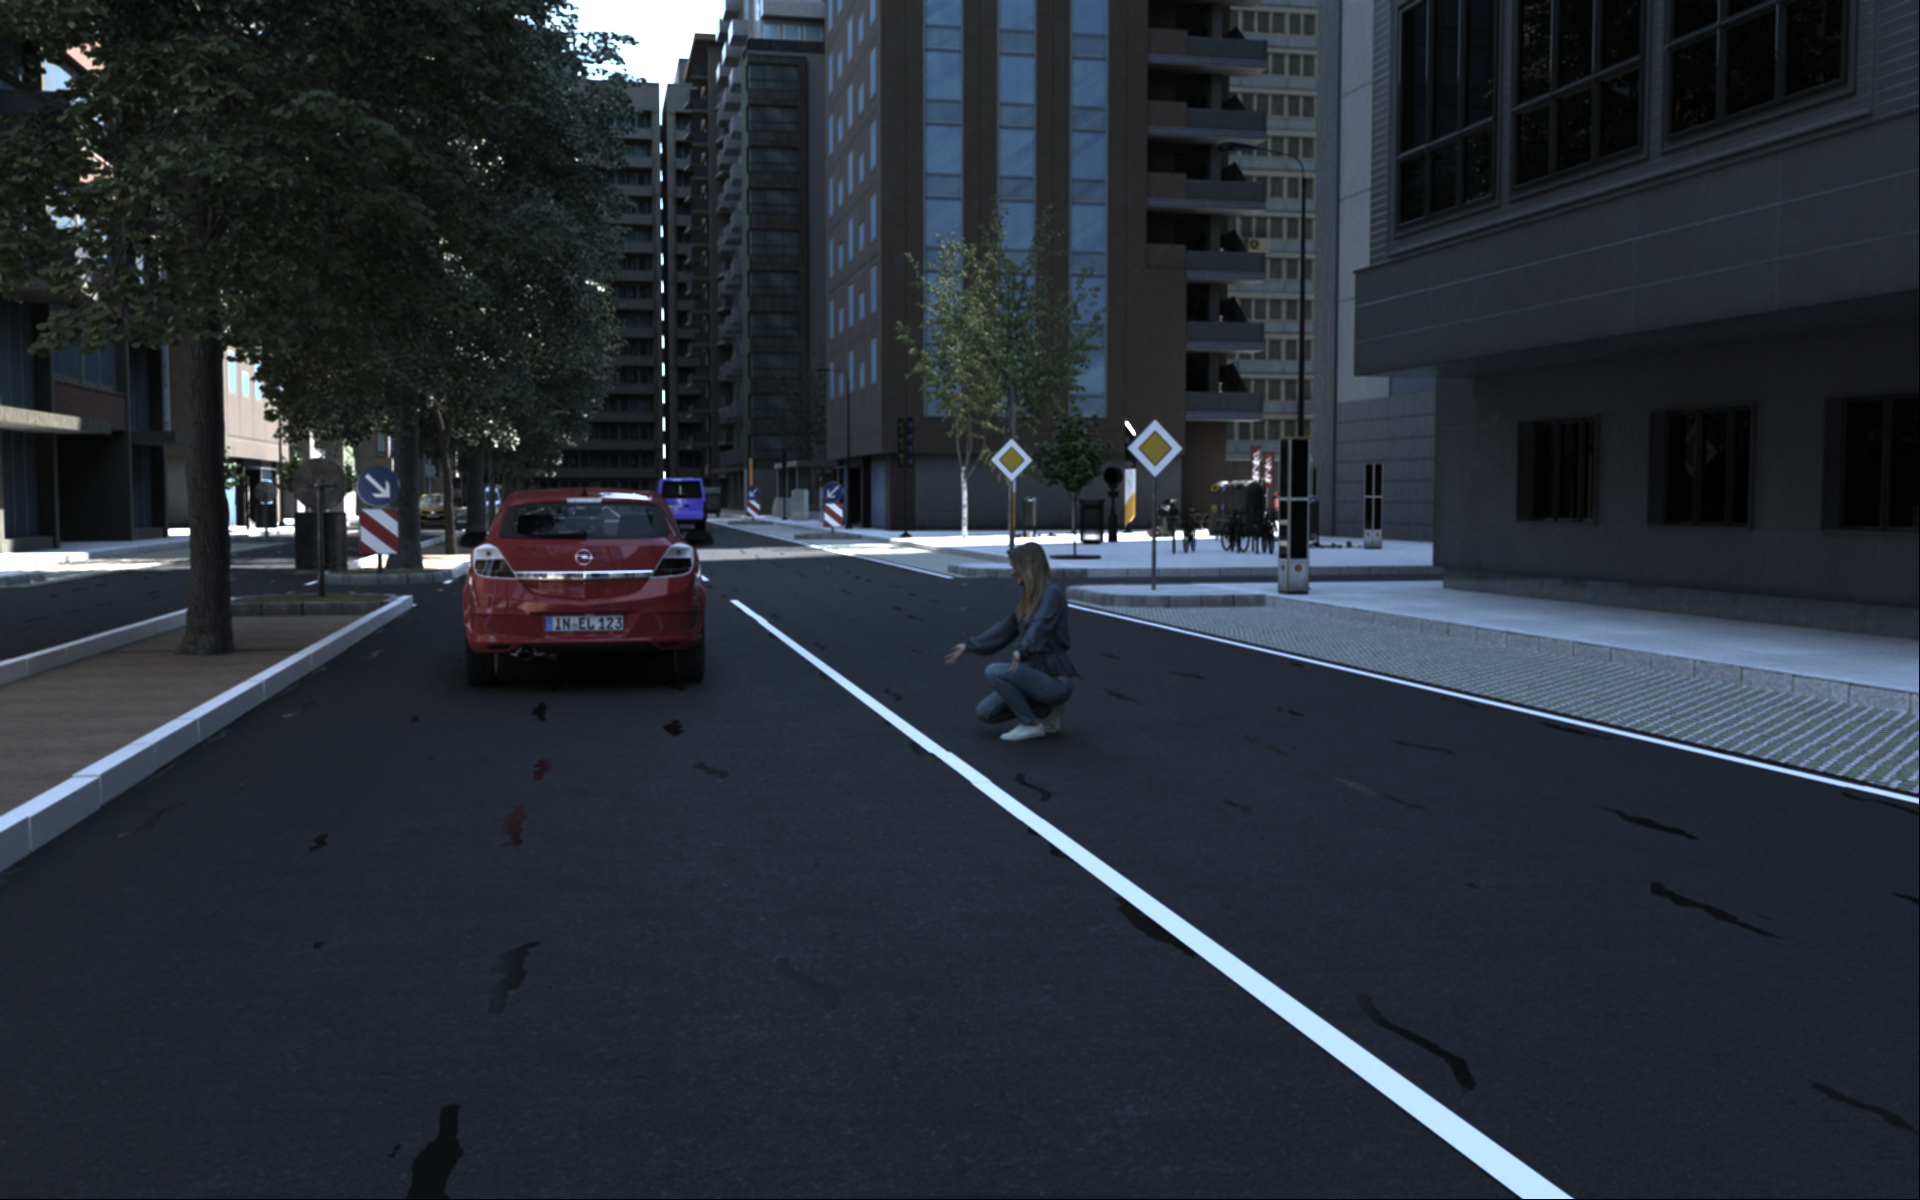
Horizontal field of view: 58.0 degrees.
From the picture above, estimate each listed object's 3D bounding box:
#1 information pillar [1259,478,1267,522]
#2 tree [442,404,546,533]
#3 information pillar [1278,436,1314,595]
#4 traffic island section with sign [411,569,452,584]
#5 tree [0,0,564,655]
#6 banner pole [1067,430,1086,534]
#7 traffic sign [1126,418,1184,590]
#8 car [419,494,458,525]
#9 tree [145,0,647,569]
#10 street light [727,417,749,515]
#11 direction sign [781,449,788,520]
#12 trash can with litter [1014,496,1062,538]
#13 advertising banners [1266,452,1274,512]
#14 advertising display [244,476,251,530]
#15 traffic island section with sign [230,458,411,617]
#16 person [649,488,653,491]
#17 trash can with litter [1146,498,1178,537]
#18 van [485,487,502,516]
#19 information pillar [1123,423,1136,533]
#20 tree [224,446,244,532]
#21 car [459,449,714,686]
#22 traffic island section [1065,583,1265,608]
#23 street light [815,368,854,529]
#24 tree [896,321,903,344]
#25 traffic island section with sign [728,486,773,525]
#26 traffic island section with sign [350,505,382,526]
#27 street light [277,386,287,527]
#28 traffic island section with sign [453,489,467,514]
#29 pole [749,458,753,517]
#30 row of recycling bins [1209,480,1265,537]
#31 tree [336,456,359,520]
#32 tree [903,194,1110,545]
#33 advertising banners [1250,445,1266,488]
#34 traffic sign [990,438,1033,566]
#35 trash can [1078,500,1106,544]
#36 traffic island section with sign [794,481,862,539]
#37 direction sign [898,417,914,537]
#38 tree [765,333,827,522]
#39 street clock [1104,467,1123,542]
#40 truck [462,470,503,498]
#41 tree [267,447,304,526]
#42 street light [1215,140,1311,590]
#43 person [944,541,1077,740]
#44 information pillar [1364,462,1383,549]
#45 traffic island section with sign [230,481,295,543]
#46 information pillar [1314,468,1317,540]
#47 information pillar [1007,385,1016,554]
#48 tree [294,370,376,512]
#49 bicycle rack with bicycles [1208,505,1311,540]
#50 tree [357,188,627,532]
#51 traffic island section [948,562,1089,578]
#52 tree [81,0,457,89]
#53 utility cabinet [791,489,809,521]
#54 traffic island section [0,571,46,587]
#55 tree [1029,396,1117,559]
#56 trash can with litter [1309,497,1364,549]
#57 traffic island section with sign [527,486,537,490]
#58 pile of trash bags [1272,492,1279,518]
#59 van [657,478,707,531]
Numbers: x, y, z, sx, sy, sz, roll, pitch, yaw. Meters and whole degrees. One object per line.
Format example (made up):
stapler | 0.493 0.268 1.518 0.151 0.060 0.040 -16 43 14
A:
information pillar | 13.895 -4.587 79.496 0.304 2.012 0.304 -1 4 -21
tree | -15.745 -6.386 57.226 4.737 8.622 4.395 0 3 0
information pillar | 4.284 -1.084 22.214 0.304 2.012 0.304 -1 4 -15
traffic island section with sign | -9.451 -1.240 28.413 2.006 1.907 1.989 -1 4 -12
tree | -6.913 -5.806 15.519 7.486 12.596 7.792 0 3 0
banner pole | 3.787 -4.013 55.623 0.401 3.779 0.863 3 5 44
traffic sign | 2.586 -1.189 23.084 0.795 2.450 0.064 -1 4 -12
car | -23.647 -4.150 78.076 2.015 1.641 3.980 -1 4 -13
tree | -10.348 -7.507 31.852 9.857 13.997 8.962 0 3 0
street light | -13.350 -8.069 104.471 1.470 5.913 1.316 -1 4 -12
direction sign | -8.774 -5.784 86.564 0.379 3.537 0.876 0 4 6
trash can with litter | 2.388 -2.467 51.387 1.678 1.210 2.233 3 5 39
advertising banners | 13.717 -4.690 72.871 2.074 3.025 0.090 0 4 3
advertising display | -25.589 -3.486 62.206 0.123 1.923 0.974 -1 4 -19
traffic island section with sign | -7.910 -0.797 21.168 2.006 1.907 1.989 -1 4 -12
person | -16.020 -4.933 89.998 0.563 1.720 0.643 -2 4 -31
trash can with litter | 5.991 -2.465 51.685 0.624 1.170 1.055 -3 5 -42
van | -26.097 -5.413 95.507 2.013 2.044 4.112 -1 4 -14
information pillar | 5.564 -3.996 56.690 0.183 3.616 0.504 -2 4 -32
tree | -25.021 -3.895 58.285 1.663 3.219 1.824 0 3 0
car | -3.122 -0.336 14.531 2.155 1.783 4.494 -1 4 -11
traffic island section | 2.607 -0.054 23.166 2.009 0.180 2.903 -1 4 -12
street light | -4.656 -5.594 64.000 1.470 5.913 1.316 -1 4 -12
tree | 0.163 -6.010 48.633 4.737 8.622 4.395 0 3 0
traffic island section with sign | -9.920 -4.465 81.624 1.989 1.847 2.006 -1 4 -12
traffic island section with sign | -26.364 -4.251 78.139 1.989 1.847 2.006 -1 4 -12
street light | -26.042 -5.827 67.815 1.470 5.913 1.316 -1 4 -12
traffic island section with sign | -36.992 -7.283 127.709 1.989 1.847 2.006 -1 4 -12
pole | -11.788 -6.342 97.538 0.158 3.312 0.155 0 3 0
row of recycling bins | 8.552 -2.834 53.453 1.069 1.692 3.534 -1 4 -8
tree | -30.810 -5.677 87.417 1.663 3.219 1.824 0 3 0
tree | 1.543 -5.697 43.501 4.737 8.622 4.395 0 3 0
advertising banners | 9.974 -4.016 61.856 2.074 3.025 0.090 -2 4 -30
traffic sign | 0.914 -1.667 30.892 0.795 2.450 0.064 -1 4 -12
trash can | 3.392 -2.014 44.582 0.748 1.137 0.748 0 3 0
traffic island section with sign | -4.263 -2.853 55.267 1.989 1.847 2.006 -1 4 -12
direction sign | -1.612 -3.637 51.464 0.379 3.537 0.876 -2 4 -32
tree | -6.517 -7.827 78.328 4.360 8.622 3.978 0 3 0
street clock | 4.107 -2.565 46.500 0.471 2.002 0.358 3 5 44
truck | -32.172 -7.528 118.999 3.469 3.379 9.791 -1 4 -13
tree | -27.228 -4.676 71.050 1.663 3.219 1.824 0 3 0
street light | 4.034 -3.088 23.034 1.470 5.913 1.316 -1 4 -12
person | 0.338 0.236 10.138 0.738 1.151 1.012 0 4 -8
information pillar | 9.644 -2.197 40.415 0.304 2.012 0.304 -2 4 -32
traffic island section with sign | -20.674 -2.624 51.530 1.989 1.847 2.006 -1 4 -12
information pillar | 9.689 -2.665 48.064 0.304 2.012 0.304 2 4 35
information pillar | 1.122 -2.800 37.139 0.183 3.616 0.504 0 4 -5
tree | -30.129 -8.108 82.921 4.360 8.622 3.978 0 3 0
bicycle rack with bicycles | 8.161 -2.073 47.284 2.852 0.926 2.925 0 4 -1
tree | -17.724 -9.326 65.303 12.009 13.543 11.850 0 3 0
traffic island section | 0.935 -0.532 30.974 2.009 0.180 2.903 -1 4 -12
tree | -5.003 -4.362 8.186 8.767 10.594 7.601 -1 4 -12
utility cabinet | -7.678 -4.547 83.029 0.318 1.500 1.173 -2 4 -35
traffic island section | -15.829 -0.313 27.404 2.009 0.180 2.903 -1 4 -12
tree | 2.161 -2.441 34.515 1.663 3.219 1.824 0 3 0
trash can with litter | 8.725 -1.854 41.375 2.233 1.210 1.678 -1 4 -13
traffic island section with sign | -25.193 -5.734 101.891 2.006 1.907 1.989 -1 4 -12
pile of trash bags | 13.951 -4.508 83.457 3.447 1.369 1.912 0 4 -1
van | -11.128 -3.935 68.715 2.240 2.365 5.245 -1 4 -11
